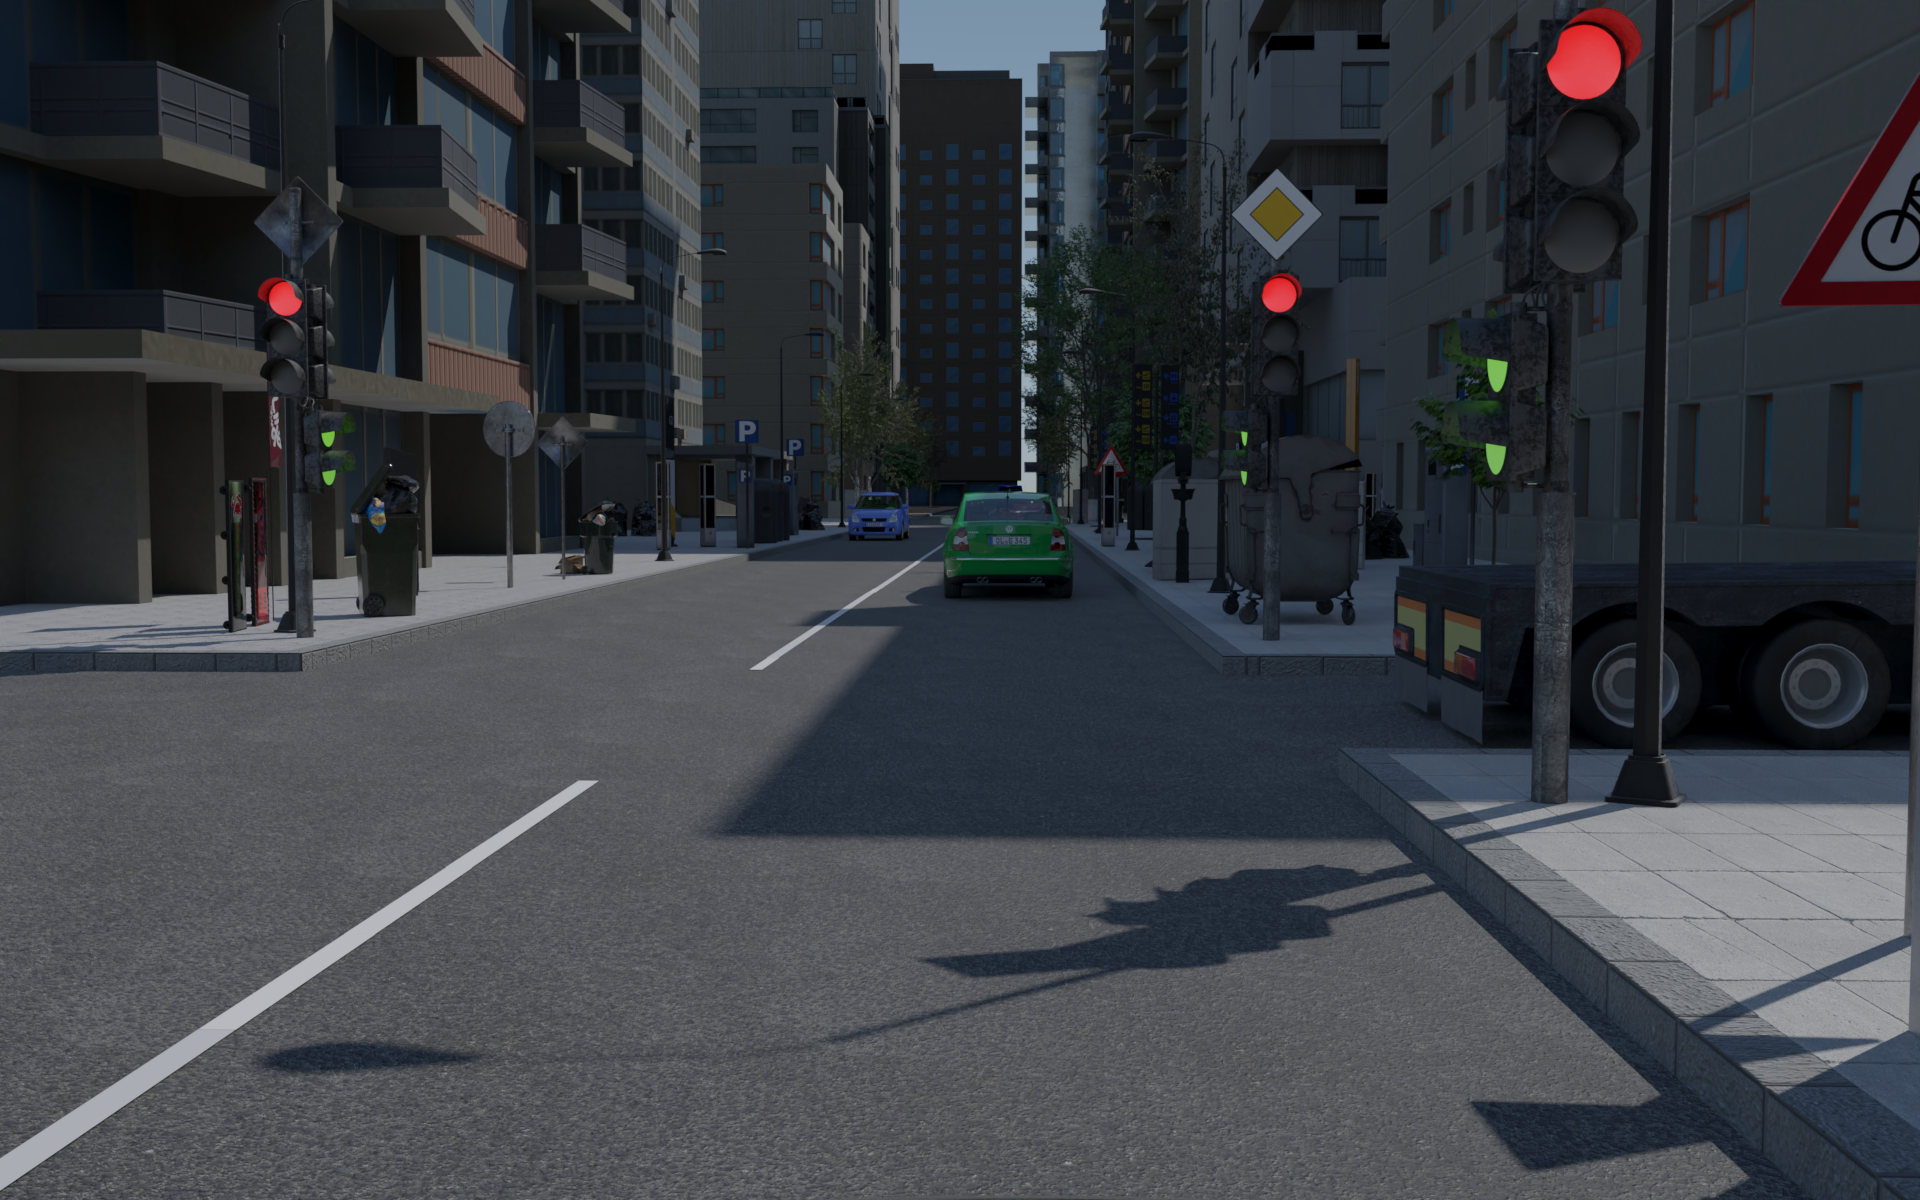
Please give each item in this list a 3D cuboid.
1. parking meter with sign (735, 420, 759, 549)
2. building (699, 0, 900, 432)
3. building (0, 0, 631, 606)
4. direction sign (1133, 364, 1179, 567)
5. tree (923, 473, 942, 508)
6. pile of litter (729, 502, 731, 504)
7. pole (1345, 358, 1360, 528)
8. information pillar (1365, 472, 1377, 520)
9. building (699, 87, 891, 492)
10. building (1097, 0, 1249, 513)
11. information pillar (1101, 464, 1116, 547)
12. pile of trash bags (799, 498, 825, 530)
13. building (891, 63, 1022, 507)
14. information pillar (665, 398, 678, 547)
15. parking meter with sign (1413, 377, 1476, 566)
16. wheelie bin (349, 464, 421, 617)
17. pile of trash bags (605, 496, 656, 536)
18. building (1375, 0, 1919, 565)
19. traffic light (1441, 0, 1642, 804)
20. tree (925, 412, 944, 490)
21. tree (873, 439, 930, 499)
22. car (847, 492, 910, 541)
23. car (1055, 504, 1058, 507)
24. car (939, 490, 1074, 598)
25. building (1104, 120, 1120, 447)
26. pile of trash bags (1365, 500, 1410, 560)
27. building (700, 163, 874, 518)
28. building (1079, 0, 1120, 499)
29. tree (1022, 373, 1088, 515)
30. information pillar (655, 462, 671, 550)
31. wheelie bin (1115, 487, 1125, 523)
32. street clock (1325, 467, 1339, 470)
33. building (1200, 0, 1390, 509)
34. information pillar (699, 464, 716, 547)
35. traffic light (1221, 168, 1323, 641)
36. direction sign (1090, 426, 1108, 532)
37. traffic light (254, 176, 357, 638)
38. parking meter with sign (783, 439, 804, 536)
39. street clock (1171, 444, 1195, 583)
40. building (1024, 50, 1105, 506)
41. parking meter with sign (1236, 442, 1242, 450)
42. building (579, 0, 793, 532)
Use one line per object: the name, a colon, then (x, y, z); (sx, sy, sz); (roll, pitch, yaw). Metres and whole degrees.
parking meter with sign: (-5.131, -2.764, 41.457); (0.543, 3.016, 1.738); (-1, 4, -10)
building: (-19.030, -34.229, 148.884); (27.495, 52.752, 28.713); (0, 4, 2)
building: (-18.757, -23.062, 31.688); (22.147, 44.769, 28.867); (0, 4, 2)
direction sign: (3.440, -2.349, 30.402); (0.876, 3.537, 0.379); (-1, 4, -20)
tree: (-2.352, -10.224, 161.765); (1.663, 3.219, 1.824); (0, 3, 0)
pile of litter: (-12.105, -4.589, 89.000); (1.176, 0.858, 1.719); (0, 4, -4)
pole: (5.930, -1.979, 26.199); (0.158, 3.312, 0.155); (0, 3, 0)
information pillar: (13.997, -3.335, 59.019); (0.304, 2.012, 0.304); (3, 4, 36)
building: (-12.567, -21.707, 126.610); (14.160, 30.474, 14.107); (0, 4, 2)
building: (20.373, -27.989, 112.245); (22.147, 44.769, 28.867); (0, 4, 2)
information pillar: (3.617, -2.309, 42.245); (0.304, 2.012, 0.304); (0, 4, -5)
pile of trash bags: (-5.955, -3.214, 62.299); (1.912, 1.369, 3.447); (-1, 4, -12)
building: (-0.546, -32.635, 183.699); (14.200, 45.320, 14.600); (0, 4, 2)
information pillar: (-7.053, -3.094, 41.940); (0.183, 3.616, 0.504); (1, 4, 20)
parking meter with sign: (7.344, -1.823, 26.066); (0.543, 3.016, 1.738); (-1, 4, -10)
wheelie bin: (-6.070, -0.639, 18.350); (0.693, 1.594, 0.980); (-2, 4, -25)
pile of trash bags: (-10.787, -2.639, 52.903); (3.447, 1.369, 1.912); (-1, 4, -8)
building: (24.465, -11.245, 28.896); (28.899, 21.520, 27.650); (0, 4, 2)
traffic light: (2.443, -1.113, 7.119); (0.839, 4.253, 0.868); (0, 4, 2)
tree: (-3.339, -9.843, 111.294); (4.737, 8.622, 4.395); (0, 3, 0)
tree: (-3.479, -7.081, 99.493); (4.285, 4.588, 4.351); (0, 3, 0)
car: (-2.533, -2.746, 54.488); (1.945, 1.707, 3.694); (0, 4, 3)
car: (2.270, -3.090, 59.559); (2.155, 1.783, 4.494); (0, 4, 4)
car: (0.667, -1.001, 25.160); (1.959, 1.807, 4.718); (0, 4, 0)
building: (18.112, -22.208, 134.797); (14.160, 30.474, 14.107); (0, 4, 2)
pile of trash bags: (7.569, -1.571, 35.443); (1.912, 1.369, 3.447); (-2, 4, -28)
building: (-20.299, -15.941, 105.671); (27.650, 21.520, 28.899); (0, 4, 2)
building: (21.171, -43.607, 151.227); (20.563, 71.187, 20.611); (0, 4, 2)
tree: (6.025, -9.437, 104.654); (4.737, 8.622, 4.395); (0, 3, 0)
information pillar: (-6.773, -2.145, 39.555); (0.304, 2.012, 0.304); (0, 4, -2)
wheelie bin: (6.805, -4.202, 76.615); (0.980, 1.594, 0.693); (-3, 4, -38)
street clock: (9.853, -2.537, 46.044); (0.471, 2.002, 0.358); (-2, 4, -28)
building: (24.775, -29.469, 71.049); (28.713, 52.752, 27.495); (0, 4, 2)
information pillar: (-6.100, -2.287, 41.883); (0.304, 2.012, 0.304); (-2, 4, -31)
traffic light: (2.716, -1.601, 15.099); (0.839, 4.253, 0.868); (0, 4, 2)
direction sign: (4.676, -4.053, 58.266); (0.876, 3.537, 0.379); (-3, 5, -44)
traffic light: (-5.841, -1.618, 15.375); (0.839, 4.253, 0.868); (0, 4, 2)
parking meter with sign: (-5.321, -3.522, 53.846); (0.543, 3.016, 1.738); (1, 4, 9)
street clock: (3.222, -1.252, 25.034); (0.358, 2.002, 0.471); (0, 4, 4)
building: (22.208, -34.721, 187.290); (30.456, 49.044, 23.786); (0, 4, 2)
parking meter with sign: (10.109, -3.766, 57.843); (1.738, 3.016, 0.543); (0, 4, -4)
building: (-23.278, -22.904, 66.366); (32.217, 40.220, 23.993); (0, 4, 2)
